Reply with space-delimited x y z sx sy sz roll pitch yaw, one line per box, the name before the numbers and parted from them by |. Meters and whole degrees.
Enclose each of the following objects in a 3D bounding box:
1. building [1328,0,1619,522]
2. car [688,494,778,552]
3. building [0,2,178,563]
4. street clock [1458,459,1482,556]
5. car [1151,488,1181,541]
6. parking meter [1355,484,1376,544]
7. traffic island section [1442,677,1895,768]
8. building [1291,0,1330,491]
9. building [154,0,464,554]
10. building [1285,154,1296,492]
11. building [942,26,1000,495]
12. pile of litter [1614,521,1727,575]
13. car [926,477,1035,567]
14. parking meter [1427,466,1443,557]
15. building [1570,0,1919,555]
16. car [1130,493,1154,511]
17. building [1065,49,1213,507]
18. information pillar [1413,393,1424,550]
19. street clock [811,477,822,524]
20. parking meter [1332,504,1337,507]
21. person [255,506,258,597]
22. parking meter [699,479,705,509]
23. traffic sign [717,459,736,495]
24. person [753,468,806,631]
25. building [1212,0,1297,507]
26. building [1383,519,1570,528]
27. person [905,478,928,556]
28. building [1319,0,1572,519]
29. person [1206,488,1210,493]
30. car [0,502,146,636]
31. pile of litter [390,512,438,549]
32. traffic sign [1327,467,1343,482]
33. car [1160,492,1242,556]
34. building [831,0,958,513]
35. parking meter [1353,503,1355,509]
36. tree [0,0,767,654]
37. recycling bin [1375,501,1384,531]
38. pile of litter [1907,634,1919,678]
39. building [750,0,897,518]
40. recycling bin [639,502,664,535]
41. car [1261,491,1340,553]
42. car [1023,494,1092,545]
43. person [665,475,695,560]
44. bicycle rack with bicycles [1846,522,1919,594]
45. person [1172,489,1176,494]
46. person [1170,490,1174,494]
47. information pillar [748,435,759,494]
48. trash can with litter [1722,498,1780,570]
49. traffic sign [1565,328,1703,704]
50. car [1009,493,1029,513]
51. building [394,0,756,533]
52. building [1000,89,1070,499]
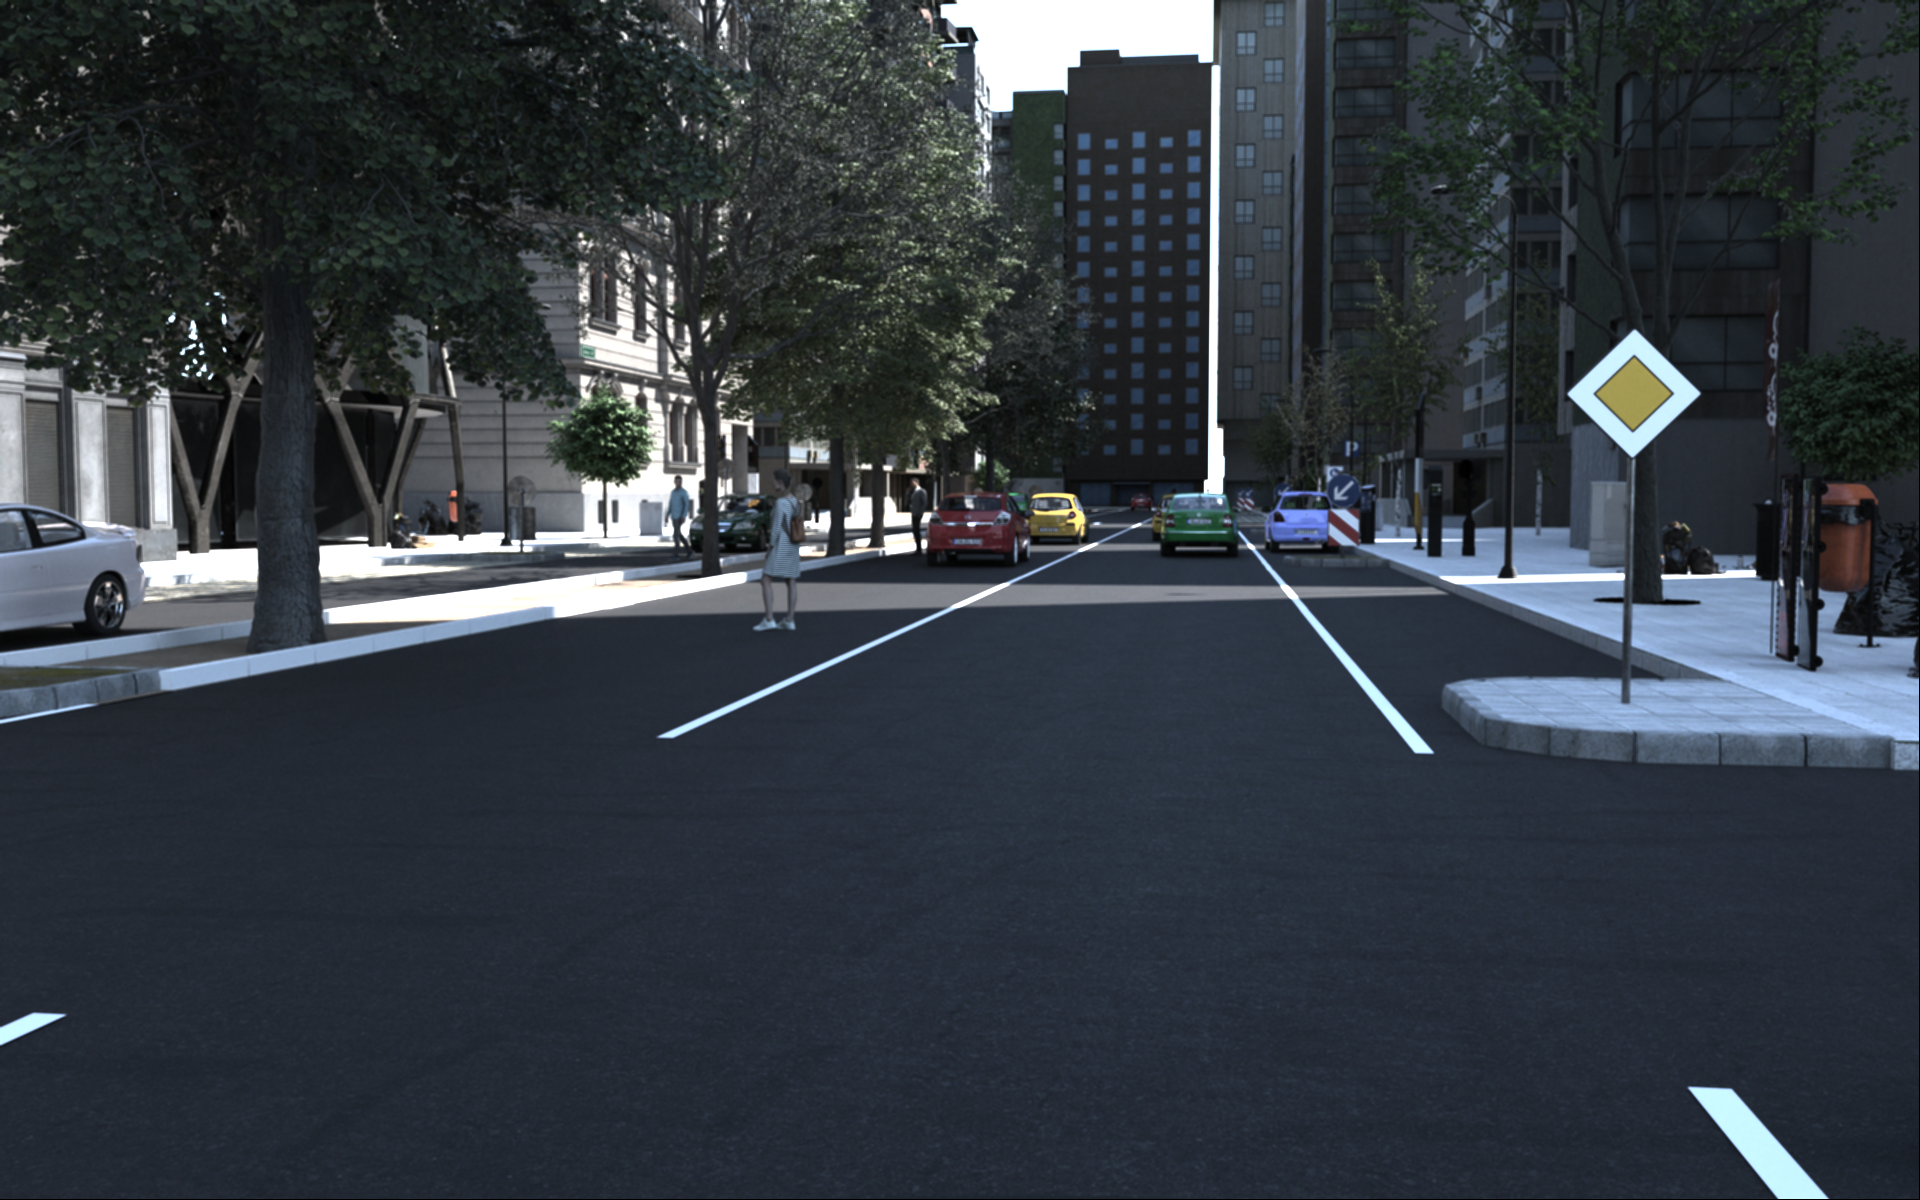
building | 27.639 -19.923 97.436 14.160 30.474 14.107 0 4 8
car | -5.537 -1.999 44.484 2.131 1.459 4.920 1 4 9
building | -20.912 -10.722 24.452 9.793 20.994 18.267 0 4 8
street clock | 10.550 -1.915 35.877 0.358 2.002 0.471 -2 4 -26
car | 6.950 -2.685 54.116 2.015 1.641 3.980 1 4 10
parking meter | 10.491 -2.211 44.554 0.372 1.533 0.369 0 3 0
traffic island section | 4.100 0.713 10.623 2.009 0.180 2.903 0 4 8
building | 33.328 -29.634 134.634 14.600 45.320 14.200 0 4 8
building | -21.774 -10.761 43.400 16.820 18.784 16.811 0 4 8
building | 35.208 -23.083 149.113 14.160 30.474 14.107 0 4 8
building | -4.544 -28.861 155.474 14.086 41.232 14.154 0 4 8
pile of litter | 11.441 -0.853 27.905 1.719 0.858 1.176 1 4 23
car | 0.430 -1.637 35.801 2.155 1.783 4.494 0 4 7
parking meter | 9.713 -1.816 35.406 0.255 1.863 0.399 1 4 11
building | 21.819 -16.505 41.558 14.160 30.474 14.107 0 4 8
car | 15.848 -8.685 151.038 2.155 1.783 4.494 0 4 8
building | 18.518 -32.264 177.623 14.200 45.320 14.600 0 4 8
information pillar | 10.601 -2.974 39.975 0.183 3.616 0.504 2 4 27
street clock | -6.226 -4.327 75.318 0.471 2.002 0.358 -1 4 -14
parking meter | 13.658 -3.320 62.696 0.372 1.533 0.369 0 3 0
person | -9.268 -0.846 23.341 0.512 1.701 0.522 -1 4 -10
parking meter | -9.699 -3.672 65.740 0.255 1.863 0.399 2 4 30
traffic sign | -8.412 -3.795 62.149 0.768 2.556 0.104 1 4 15
person | -1.867 -0.538 18.302 0.522 1.701 0.512 1 4 18
building | 40.164 -36.226 181.528 27.495 52.752 28.713 0 4 8
building | 34.045 -23.106 69.672 32.217 40.220 23.993 0 4 8
person | -1.027 -1.942 40.436 0.473 1.802 0.592 -1 4 -14
building | 39.989 -25.854 114.592 32.217 40.220 23.993 0 4 8
person | 15.477 -6.081 108.023 1.348 1.812 0.705 -2 4 -25
car | -9.708 -0.244 16.358 2.083 1.381 4.827 0 4 7
pile of litter | -12.926 -1.649 40.923 1.176 0.858 1.719 0 4 1
traffic sign | 13.873 -3.794 64.156 0.606 2.300 0.079 1 4 15
car | 5.723 -1.983 41.226 1.959 1.807 4.718 1 4 9
building | -12.100 -28.953 128.010 22.147 44.769 28.867 0 4 8
parking meter | 13.746 -3.137 59.697 0.372 1.533 0.369 0 3 0
tree | -6.088 -6.498 15.348 9.857 13.997 8.962 0 3 0
recycling bin | 14.458 -2.951 60.806 0.722 1.027 0.722 1 4 21
pile of litter | 7.536 0.109 12.190 1.719 0.858 1.176 1 4 9
building | -20.883 -25.094 102.175 32.217 40.220 23.993 0 4 8
recycling bin | -9.616 -2.534 53.986 0.722 1.027 0.722 0 4 -8
car | 8.589 -2.081 43.614 1.945 1.707 3.694 0 4 7
car | 2.794 -2.458 50.407 2.015 1.641 3.980 1 4 9
person | -6.076 -1.799 37.776 0.748 1.841 0.638 -2 4 -35
bicycle rack with bicycles | 12.293 -0.491 21.416 2.925 0.926 2.852 0 4 -6
person | 15.151 -6.951 122.178 0.705 1.821 1.348 -2 4 -25
person | 18.599 -8.737 151.295 1.348 1.831 0.705 0 4 -7
information pillar | -8.212 -4.732 68.717 0.504 3.616 0.183 2 4 32
trash can with litter | 13.675 -1.109 29.183 1.678 1.210 2.233 0 4 5
traffic sign | 4.076 -0.422 10.550 0.795 2.450 0.064 0 4 8
car | 3.299 -5.830 104.119 1.959 1.807 4.718 0 4 7
building | -17.043 -17.188 68.418 14.401 28.519 23.554 0 4 8
building | 4.477 -30.328 179.454 14.086 41.232 14.154 0 4 8
